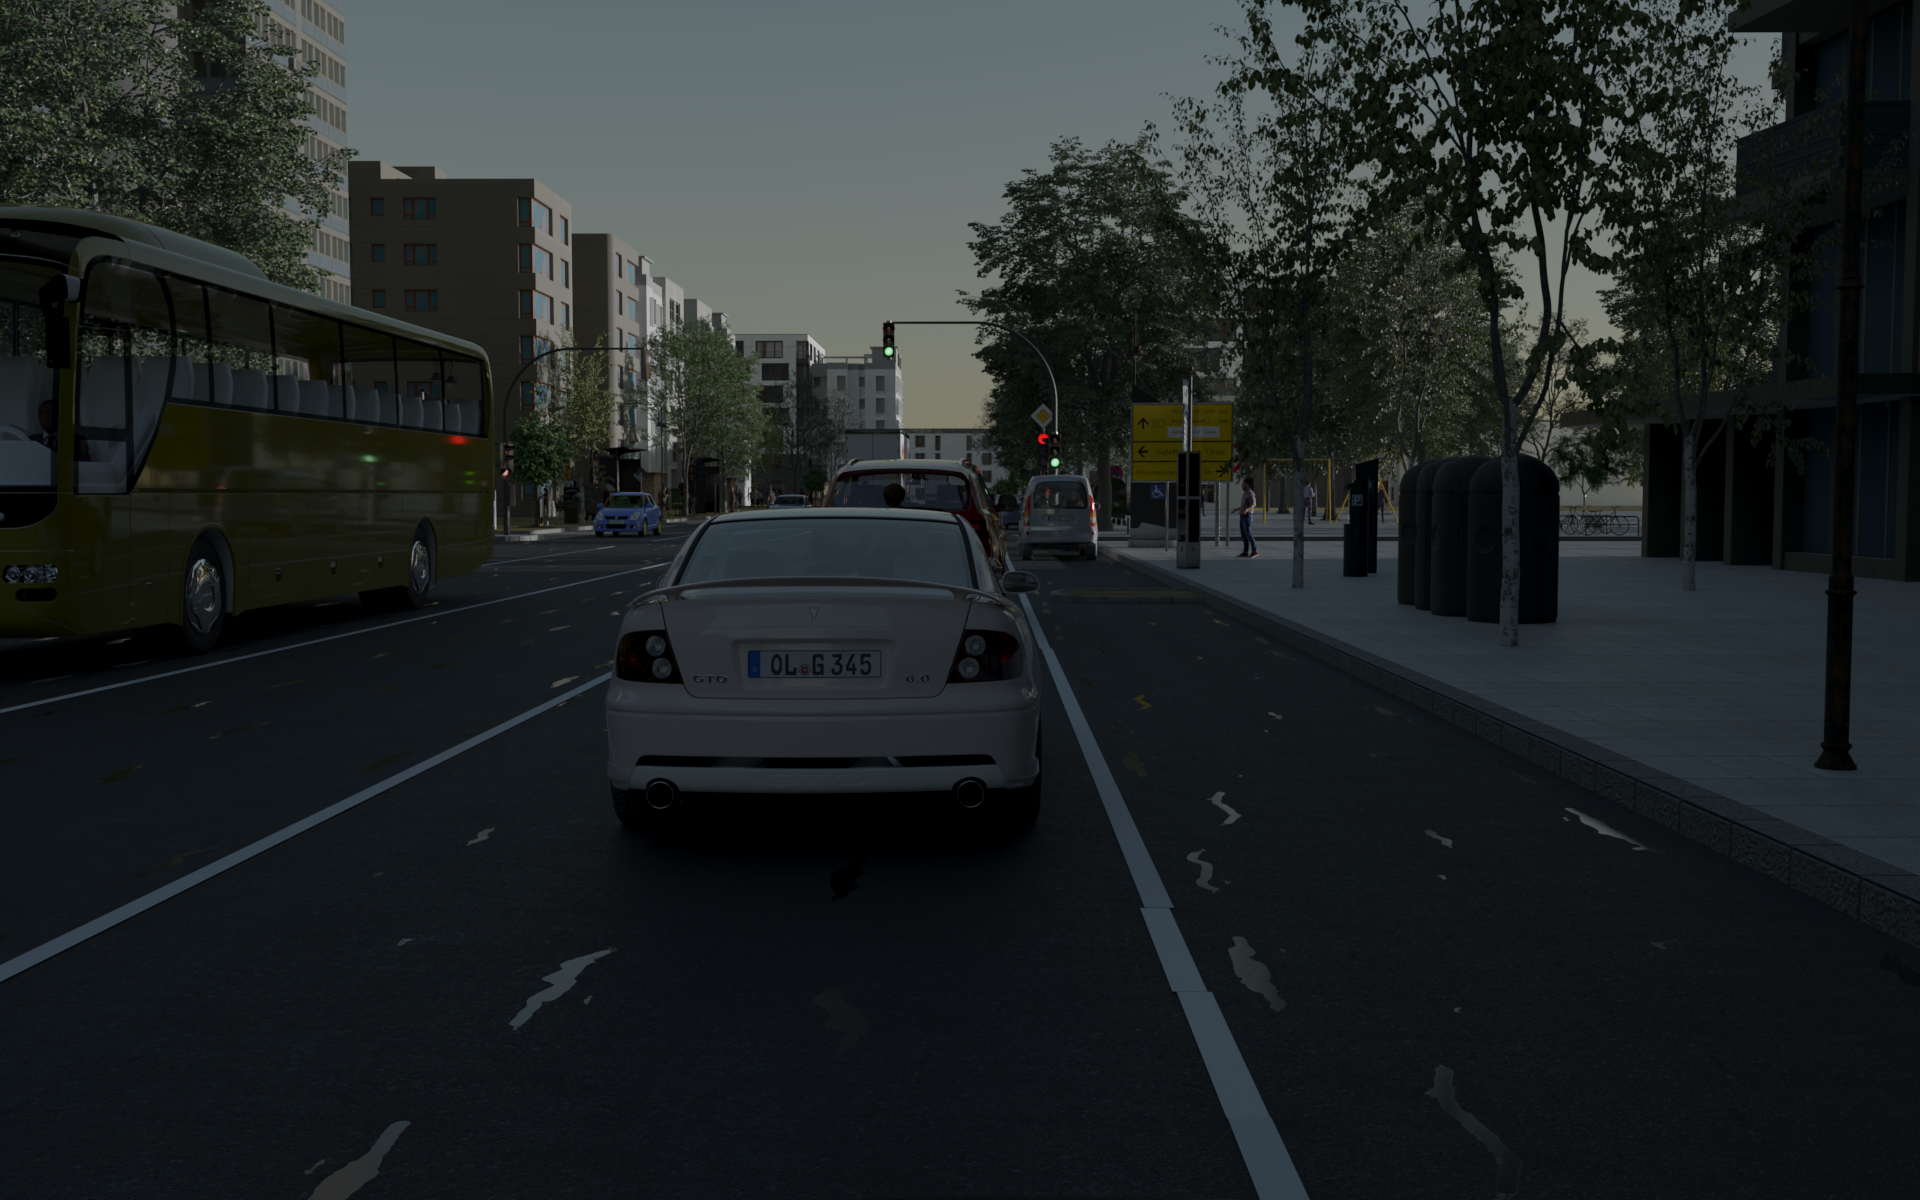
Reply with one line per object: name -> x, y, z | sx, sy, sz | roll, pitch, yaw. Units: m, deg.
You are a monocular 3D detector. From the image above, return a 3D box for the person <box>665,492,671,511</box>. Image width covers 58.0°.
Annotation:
person -> -22.089, -7.429, 130.695 | 0.799, 1.438, 0.628 | 2, 4, 27

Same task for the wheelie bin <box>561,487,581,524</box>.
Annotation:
wheelie bin -> -16.851, -4.115, 75.195 | 0.980, 1.594, 0.693 | -1, 4, -9

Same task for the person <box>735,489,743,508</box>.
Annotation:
person -> -20.404, -9.335, 159.196 | 0.750, 1.759, 0.617 | -3, 4, -36

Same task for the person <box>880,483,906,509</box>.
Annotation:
person -> -0.629, -0.254, 15.116 | 0.387, 1.526, 0.523 | 3, 5, 42

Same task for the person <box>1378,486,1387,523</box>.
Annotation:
person -> 18.358, -4.200, 75.624 | 0.541, 1.710, 0.530 | 3, 5, 40

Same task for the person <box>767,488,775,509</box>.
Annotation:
person -> -12.279, -6.345, 112.372 | 0.598, 1.807, 0.434 | -3, 4, -38

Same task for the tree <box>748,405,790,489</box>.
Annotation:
tree -> -15.610, -11.693, 141.547 | 4.737, 8.622, 4.395 | 0, 3, 0

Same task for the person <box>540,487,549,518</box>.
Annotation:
person -> -22.086, -5.171, 92.053 | 0.593, 1.643, 0.415 | 1, 4, 9

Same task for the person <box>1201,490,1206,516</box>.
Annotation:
person -> 13.869, -5.564, 99.553 | 0.613, 1.512, 0.480 | -1, 4, -17

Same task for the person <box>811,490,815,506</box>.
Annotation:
person -> -16.187, -11.128, 188.710 | 0.721, 1.735, 1.217 | 2, 4, 31

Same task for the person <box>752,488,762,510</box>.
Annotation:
person -> -15.438, -7.636, 131.675 | 0.721, 1.735, 1.217 | -3, 5, -43

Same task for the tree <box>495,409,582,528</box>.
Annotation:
tree -> -16.297, -5.078, 66.736 | 4.285, 4.588, 4.351 | 0, 3, 0

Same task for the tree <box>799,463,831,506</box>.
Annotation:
tree -> -14.940, -11.987, 179.708 | 4.285, 4.588, 4.351 | 0, 3, 0

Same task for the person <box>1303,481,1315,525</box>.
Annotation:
person -> 14.592, -4.069, 72.433 | 0.709, 1.838, 0.599 | 3, 5, 40

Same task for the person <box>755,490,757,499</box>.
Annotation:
person -> -22.416, -11.244, 190.608 | 1.217, 1.736, 0.721 | 1, 4, 23

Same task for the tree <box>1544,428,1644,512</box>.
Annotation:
tree -> 51.266, -9.588, 119.665 | 20.602, 7.101, 11.467 | 1, 4, 11

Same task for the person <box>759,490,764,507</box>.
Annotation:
person -> -20.422, -10.454, 177.758 | 0.721, 1.735, 1.217 | 1, 4, 20

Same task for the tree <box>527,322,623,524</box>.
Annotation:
tree -> -16.161, -7.536, 73.584 | 4.737, 8.622, 4.395 | 0, 3, 0

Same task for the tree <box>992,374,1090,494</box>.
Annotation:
tree -> 5.822, -11.123, 116.279 | 7.601, 10.594, 8.767 | 0, 4, -2

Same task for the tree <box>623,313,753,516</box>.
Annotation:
tree -> -15.781, -10.630, 99.557 | 9.928, 11.665, 9.643 | 0, 3, 0

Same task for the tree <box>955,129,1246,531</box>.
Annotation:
tree -> 4.911, -9.378, 59.992 | 9.857, 13.997, 8.962 | 0, 3, 0

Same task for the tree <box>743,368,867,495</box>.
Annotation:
tree -> -15.971, -15.785, 168.457 | 12.009, 13.543, 11.850 | 0, 3, 0

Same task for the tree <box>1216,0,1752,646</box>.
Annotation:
tree -> 4.471, -3.906, 14.218 | 4.737, 8.622, 4.395 | 0, 3, 0

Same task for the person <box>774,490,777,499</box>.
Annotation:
person -> -18.522, -10.126, 172.316 | 0.721, 1.735, 1.217 | 2, 4, 24

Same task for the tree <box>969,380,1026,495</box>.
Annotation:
tree -> 6.001, -15.603, 165.475 | 12.009, 13.543, 11.850 | 0, 3, 0

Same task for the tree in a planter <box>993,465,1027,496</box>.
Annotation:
tree in a planter -> 3.184, -6.612, 105.335 | 1.991, 3.239, 1.994 | 0, 4, 1

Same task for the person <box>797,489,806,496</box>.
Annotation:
person -> -16.148, -10.397, 176.000 | 1.348, 1.831, 0.705 | -3, 4, -36

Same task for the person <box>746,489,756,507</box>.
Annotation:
person -> -20.574, -10.083, 170.993 | 0.705, 1.812, 1.348 | 3, 5, 42

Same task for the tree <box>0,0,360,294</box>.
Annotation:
tree -> -17.472, -7.897, 35.773 | 9.857, 13.997, 8.962 | 0, 3, 0

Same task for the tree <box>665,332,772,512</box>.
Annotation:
tree -> -16.865, -12.473, 122.063 | 7.486, 12.596, 7.792 | 0, 3, 0

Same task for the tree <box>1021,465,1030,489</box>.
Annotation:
tree -> 6.832, -10.399, 153.732 | 4.285, 4.588, 4.351 | 0, 3, 0

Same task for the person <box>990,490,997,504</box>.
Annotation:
person -> 2.335, -6.727, 119.191 | 0.504, 1.737, 0.576 | 3, 5, 40

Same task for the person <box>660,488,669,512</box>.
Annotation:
person -> -21.151, -7.175, 124.033 | 0.600, 1.739, 0.565 | -3, 5, -39

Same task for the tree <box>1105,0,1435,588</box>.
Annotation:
tree -> 4.413, -4.479, 23.595 | 4.360, 8.622, 3.978 | 0, 3, 0

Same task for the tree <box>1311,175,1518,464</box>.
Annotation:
tree -> 16.268, -8.813, 62.212 | 7.486, 12.596, 7.792 | 0, 3, 0

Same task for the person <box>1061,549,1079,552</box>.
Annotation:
person -> 2.800, -2.114, 43.200 | 0.434, 1.807, 0.598 | -1, 4, -23

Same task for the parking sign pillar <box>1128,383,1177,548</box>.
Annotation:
parking sign pillar -> 4.779, -3.259, 41.752 | 1.447, 3.967, 1.447 | 1, 4, 12

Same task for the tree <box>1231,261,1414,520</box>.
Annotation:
tree -> 18.100, -10.242, 84.471 | 9.611, 12.733, 9.660 | 0, 3, 0

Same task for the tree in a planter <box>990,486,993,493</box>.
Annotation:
tree in a planter -> 3.743, -9.704, 155.887 | 1.991, 3.239, 1.994 | 0, 4, 1

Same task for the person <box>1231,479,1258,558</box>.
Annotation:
person -> 5.758, -1.646, 34.918 | 0.435, 1.587, 0.963 | -1, 4, -11

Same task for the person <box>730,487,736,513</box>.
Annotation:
person -> -15.128, -6.652, 115.356 | 0.434, 1.755, 0.990 | -1, 4, -14
